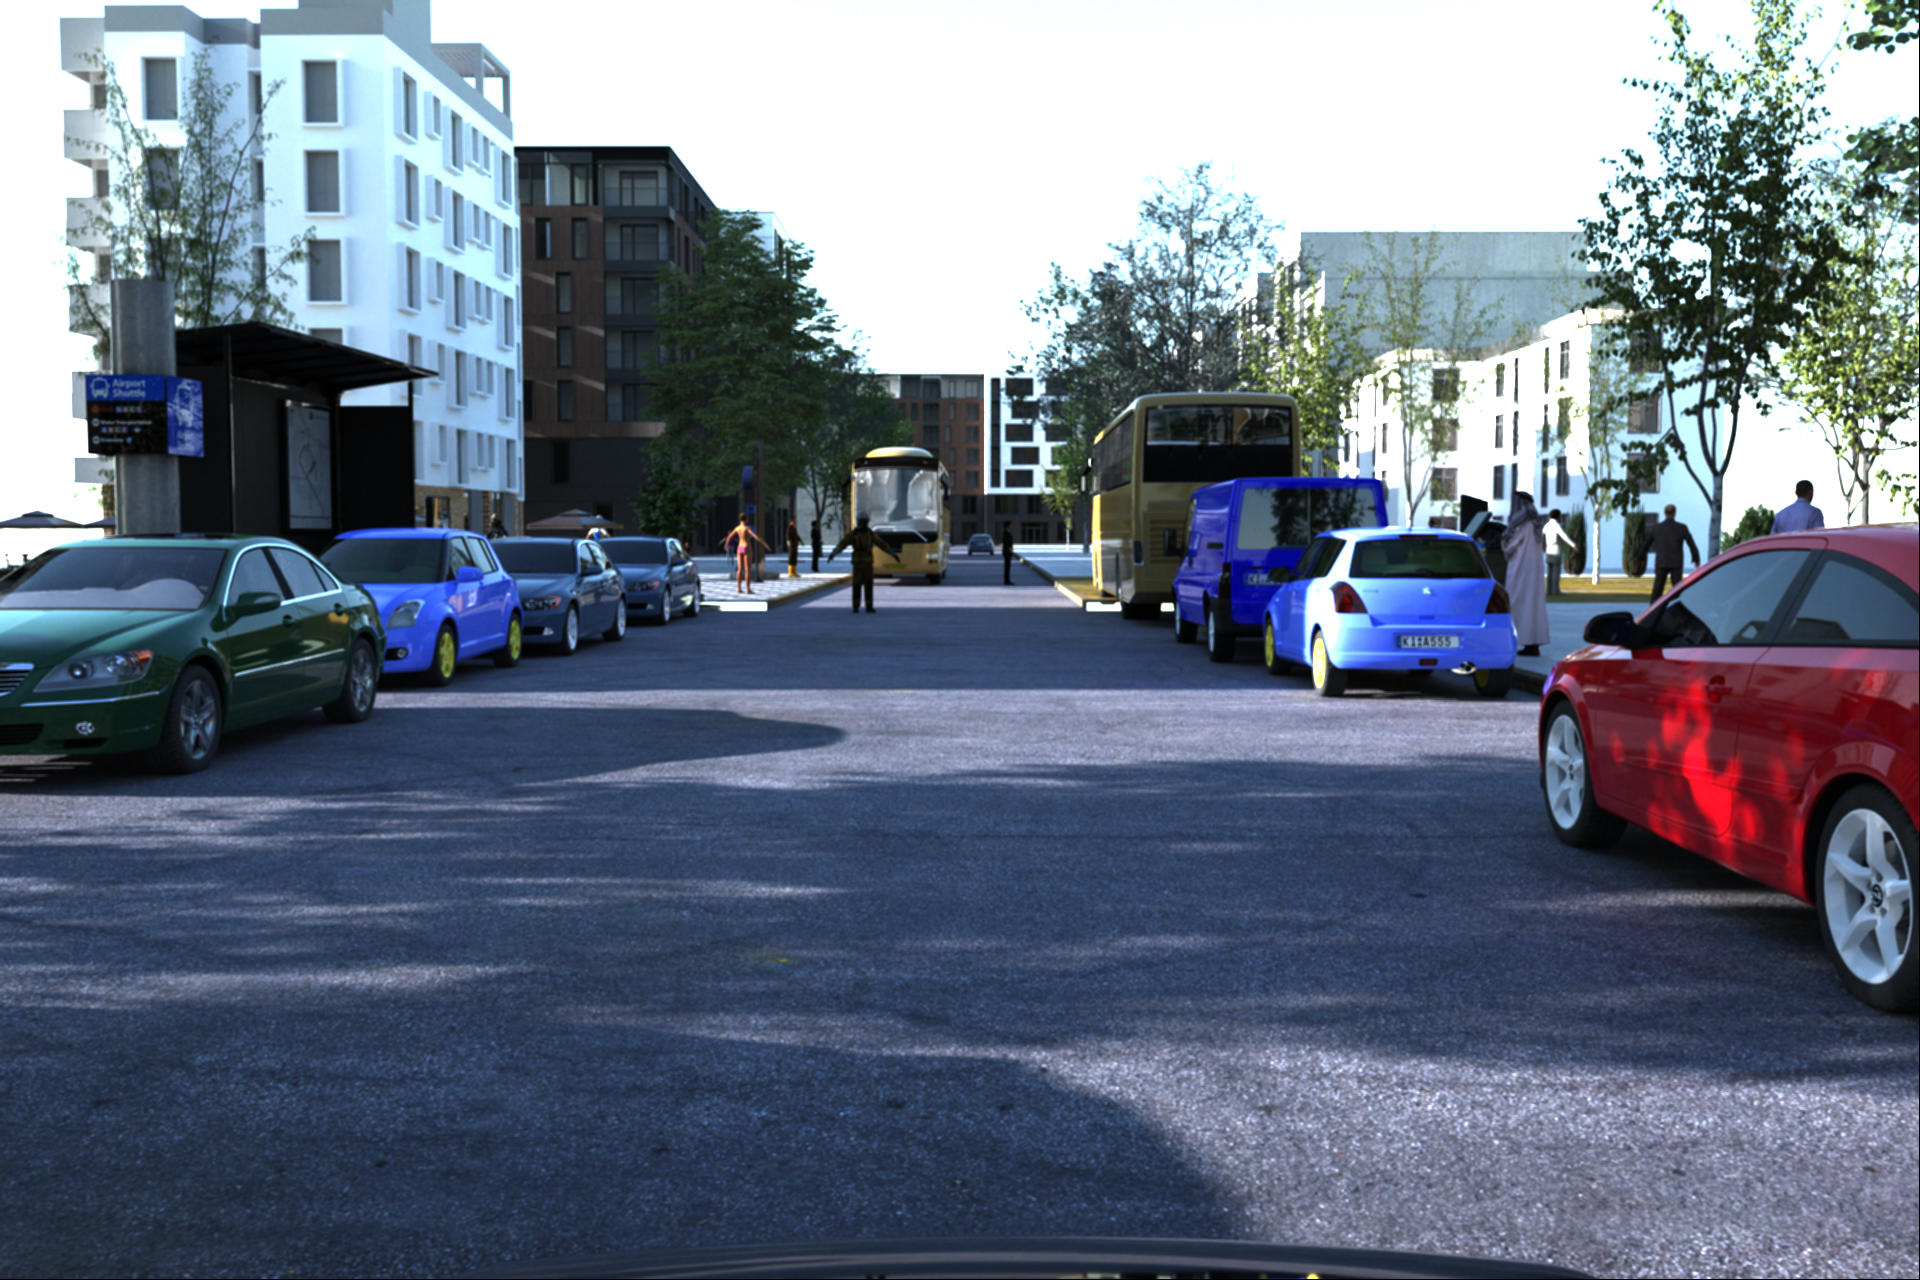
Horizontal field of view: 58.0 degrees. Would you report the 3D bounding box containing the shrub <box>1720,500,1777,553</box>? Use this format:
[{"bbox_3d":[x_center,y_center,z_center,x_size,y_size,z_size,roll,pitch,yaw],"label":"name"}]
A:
[{"bbox_3d":[18.775,-2.249,40.811,1.661,2.075,1.752,0,3,0],"label":"shrub"}]

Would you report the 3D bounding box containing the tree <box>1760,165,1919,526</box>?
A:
[{"bbox_3d":[17.946,-5.158,34.693,4.737,8.622,4.395,0,3,0],"label":"tree"}]

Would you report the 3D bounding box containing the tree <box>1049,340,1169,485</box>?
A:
[{"bbox_3d":[8.395,-10.102,90.918,9.928,11.665,9.643,0,3,0],"label":"tree"}]

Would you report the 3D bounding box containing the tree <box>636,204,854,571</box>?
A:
[{"bbox_3d":[-7.605,-8.720,60.696,7.486,12.596,7.792,0,3,0],"label":"tree"}]

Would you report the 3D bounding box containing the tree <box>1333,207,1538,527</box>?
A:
[{"bbox_3d":[10.167,-5.461,39.656,4.360,8.622,3.978,0,3,0],"label":"tree"}]

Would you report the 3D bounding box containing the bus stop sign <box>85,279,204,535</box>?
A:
[{"bbox_3d":[-8.560,-1.788,18.243,0.837,3.901,0.837,0,4,1],"label":"bus stop sign"}]

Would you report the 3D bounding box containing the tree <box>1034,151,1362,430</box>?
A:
[{"bbox_3d":[7.517,-8.946,56.636,12.009,13.543,11.850,0,3,0],"label":"tree"}]

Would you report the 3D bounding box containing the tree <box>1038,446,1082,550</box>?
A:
[{"bbox_3d":[8.467,-11.525,138.790,4.737,8.622,4.395,0,3,0],"label":"tree"}]

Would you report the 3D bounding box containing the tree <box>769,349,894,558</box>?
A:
[{"bbox_3d":[-7.575,-10.298,94.119,9.928,11.665,9.643,0,3,0],"label":"tree"}]

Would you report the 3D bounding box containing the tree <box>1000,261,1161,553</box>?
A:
[{"bbox_3d":[8.551,-16.125,119.534,12.611,20.169,13.585,0,3,0],"label":"tree"}]

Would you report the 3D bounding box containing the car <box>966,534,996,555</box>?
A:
[{"bbox_3d":[1.423,-6.450,117.464,2.014,1.417,4.499,0,4,1],"label":"car"}]

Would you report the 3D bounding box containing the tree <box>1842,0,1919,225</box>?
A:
[{"bbox_3d":[10.032,-6.376,10.899,9.857,13.997,8.962,0,3,0],"label":"tree"}]

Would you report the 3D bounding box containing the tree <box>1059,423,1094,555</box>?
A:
[{"bbox_3d":[7.740,-9.460,105.028,4.737,8.622,4.395,0,3,0],"label":"tree"}]

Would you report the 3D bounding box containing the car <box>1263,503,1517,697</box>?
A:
[{"bbox_3d":[3.980,-0.425,16.539,1.945,1.707,3.694,0,4,0],"label":"car"}]

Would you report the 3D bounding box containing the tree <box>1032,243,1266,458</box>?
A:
[{"bbox_3d":[8.207,-9.928,72.699,12.009,13.543,11.850,0,3,0],"label":"tree"}]

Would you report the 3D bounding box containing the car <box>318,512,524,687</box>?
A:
[{"bbox_3d":[-5.634,-0.477,17.391,1.945,1.707,3.694,0,4,1],"label":"car"}]

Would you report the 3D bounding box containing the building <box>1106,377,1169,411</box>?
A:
[{"bbox_3d":[25.925,-20.600,203.268,16.747,18.905,31.486,0,4,1],"label":"building"}]

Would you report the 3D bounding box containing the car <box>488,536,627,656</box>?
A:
[{"bbox_3d":[-5.408,-0.608,21.941,2.014,1.417,4.499,0,4,1],"label":"car"}]

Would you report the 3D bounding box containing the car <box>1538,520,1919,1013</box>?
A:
[{"bbox_3d":[3.643,0.146,6.654,2.155,1.783,4.494,0,4,1],"label":"car"}]

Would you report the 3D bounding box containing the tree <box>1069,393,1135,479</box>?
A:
[{"bbox_3d":[7.505,-8.193,84.320,4.360,8.622,3.978,0,3,0],"label":"tree"}]

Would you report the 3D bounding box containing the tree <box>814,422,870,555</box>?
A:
[{"bbox_3d":[-7.377,-9.658,108.273,4.737,8.622,4.395,0,3,0],"label":"tree"}]

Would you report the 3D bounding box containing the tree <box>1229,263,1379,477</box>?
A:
[{"bbox_3d":[9.327,-5.861,46.186,4.737,8.622,4.395,0,3,0],"label":"tree"}]

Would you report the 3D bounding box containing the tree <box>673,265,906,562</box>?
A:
[{"bbox_3d":[-7.679,-10.296,78.710,12.009,13.543,11.850,0,3,0],"label":"tree"}]

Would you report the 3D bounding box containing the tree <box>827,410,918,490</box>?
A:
[{"bbox_3d":[-6.509,-12.735,133.972,9.928,11.665,9.643,0,3,0],"label":"tree"}]

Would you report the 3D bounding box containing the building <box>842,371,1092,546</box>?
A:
[{"bbox_3d":[0.848,-23.410,229.182,32.646,21.610,27.936,0,4,-1],"label":"building"}]

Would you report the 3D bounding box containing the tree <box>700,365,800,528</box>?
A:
[{"bbox_3d":[-8.062,-7.299,69.699,4.360,8.622,3.978,0,3,0],"label":"tree"}]

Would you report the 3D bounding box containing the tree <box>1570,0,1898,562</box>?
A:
[{"bbox_3d":[9.716,-4.390,22.135,4.737,8.622,4.395,0,3,0],"label":"tree"}]

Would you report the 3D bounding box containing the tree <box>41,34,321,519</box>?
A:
[{"bbox_3d":[-11.709,-4.605,25.650,4.360,8.622,3.978,0,3,0],"label":"tree"}]

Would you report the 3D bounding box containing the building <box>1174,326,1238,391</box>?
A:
[{"bbox_3d":[28.724,-17.589,154.043,16.747,18.905,31.486,0,4,1],"label":"building"}]

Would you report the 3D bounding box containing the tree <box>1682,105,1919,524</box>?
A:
[{"bbox_3d":[26.612,-8.584,50.724,12.009,13.543,11.850,0,3,0],"label":"tree"}]

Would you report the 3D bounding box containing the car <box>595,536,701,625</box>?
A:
[{"bbox_3d":[-5.429,-1.021,28.701,2.014,1.417,4.499,0,4,1],"label":"car"}]

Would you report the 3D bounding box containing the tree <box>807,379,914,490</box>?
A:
[{"bbox_3d":[-6.759,-11.751,117.890,9.928,11.665,9.643,0,3,0],"label":"tree"}]

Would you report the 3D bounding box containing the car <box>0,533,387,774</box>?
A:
[{"bbox_3d":[-5.459,-0.003,11.843,2.131,1.459,4.920,0,4,0],"label":"car"}]

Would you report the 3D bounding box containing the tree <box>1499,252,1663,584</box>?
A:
[{"bbox_3d":[16.734,-5.767,44.654,4.360,8.622,3.978,0,3,0],"label":"tree"}]
